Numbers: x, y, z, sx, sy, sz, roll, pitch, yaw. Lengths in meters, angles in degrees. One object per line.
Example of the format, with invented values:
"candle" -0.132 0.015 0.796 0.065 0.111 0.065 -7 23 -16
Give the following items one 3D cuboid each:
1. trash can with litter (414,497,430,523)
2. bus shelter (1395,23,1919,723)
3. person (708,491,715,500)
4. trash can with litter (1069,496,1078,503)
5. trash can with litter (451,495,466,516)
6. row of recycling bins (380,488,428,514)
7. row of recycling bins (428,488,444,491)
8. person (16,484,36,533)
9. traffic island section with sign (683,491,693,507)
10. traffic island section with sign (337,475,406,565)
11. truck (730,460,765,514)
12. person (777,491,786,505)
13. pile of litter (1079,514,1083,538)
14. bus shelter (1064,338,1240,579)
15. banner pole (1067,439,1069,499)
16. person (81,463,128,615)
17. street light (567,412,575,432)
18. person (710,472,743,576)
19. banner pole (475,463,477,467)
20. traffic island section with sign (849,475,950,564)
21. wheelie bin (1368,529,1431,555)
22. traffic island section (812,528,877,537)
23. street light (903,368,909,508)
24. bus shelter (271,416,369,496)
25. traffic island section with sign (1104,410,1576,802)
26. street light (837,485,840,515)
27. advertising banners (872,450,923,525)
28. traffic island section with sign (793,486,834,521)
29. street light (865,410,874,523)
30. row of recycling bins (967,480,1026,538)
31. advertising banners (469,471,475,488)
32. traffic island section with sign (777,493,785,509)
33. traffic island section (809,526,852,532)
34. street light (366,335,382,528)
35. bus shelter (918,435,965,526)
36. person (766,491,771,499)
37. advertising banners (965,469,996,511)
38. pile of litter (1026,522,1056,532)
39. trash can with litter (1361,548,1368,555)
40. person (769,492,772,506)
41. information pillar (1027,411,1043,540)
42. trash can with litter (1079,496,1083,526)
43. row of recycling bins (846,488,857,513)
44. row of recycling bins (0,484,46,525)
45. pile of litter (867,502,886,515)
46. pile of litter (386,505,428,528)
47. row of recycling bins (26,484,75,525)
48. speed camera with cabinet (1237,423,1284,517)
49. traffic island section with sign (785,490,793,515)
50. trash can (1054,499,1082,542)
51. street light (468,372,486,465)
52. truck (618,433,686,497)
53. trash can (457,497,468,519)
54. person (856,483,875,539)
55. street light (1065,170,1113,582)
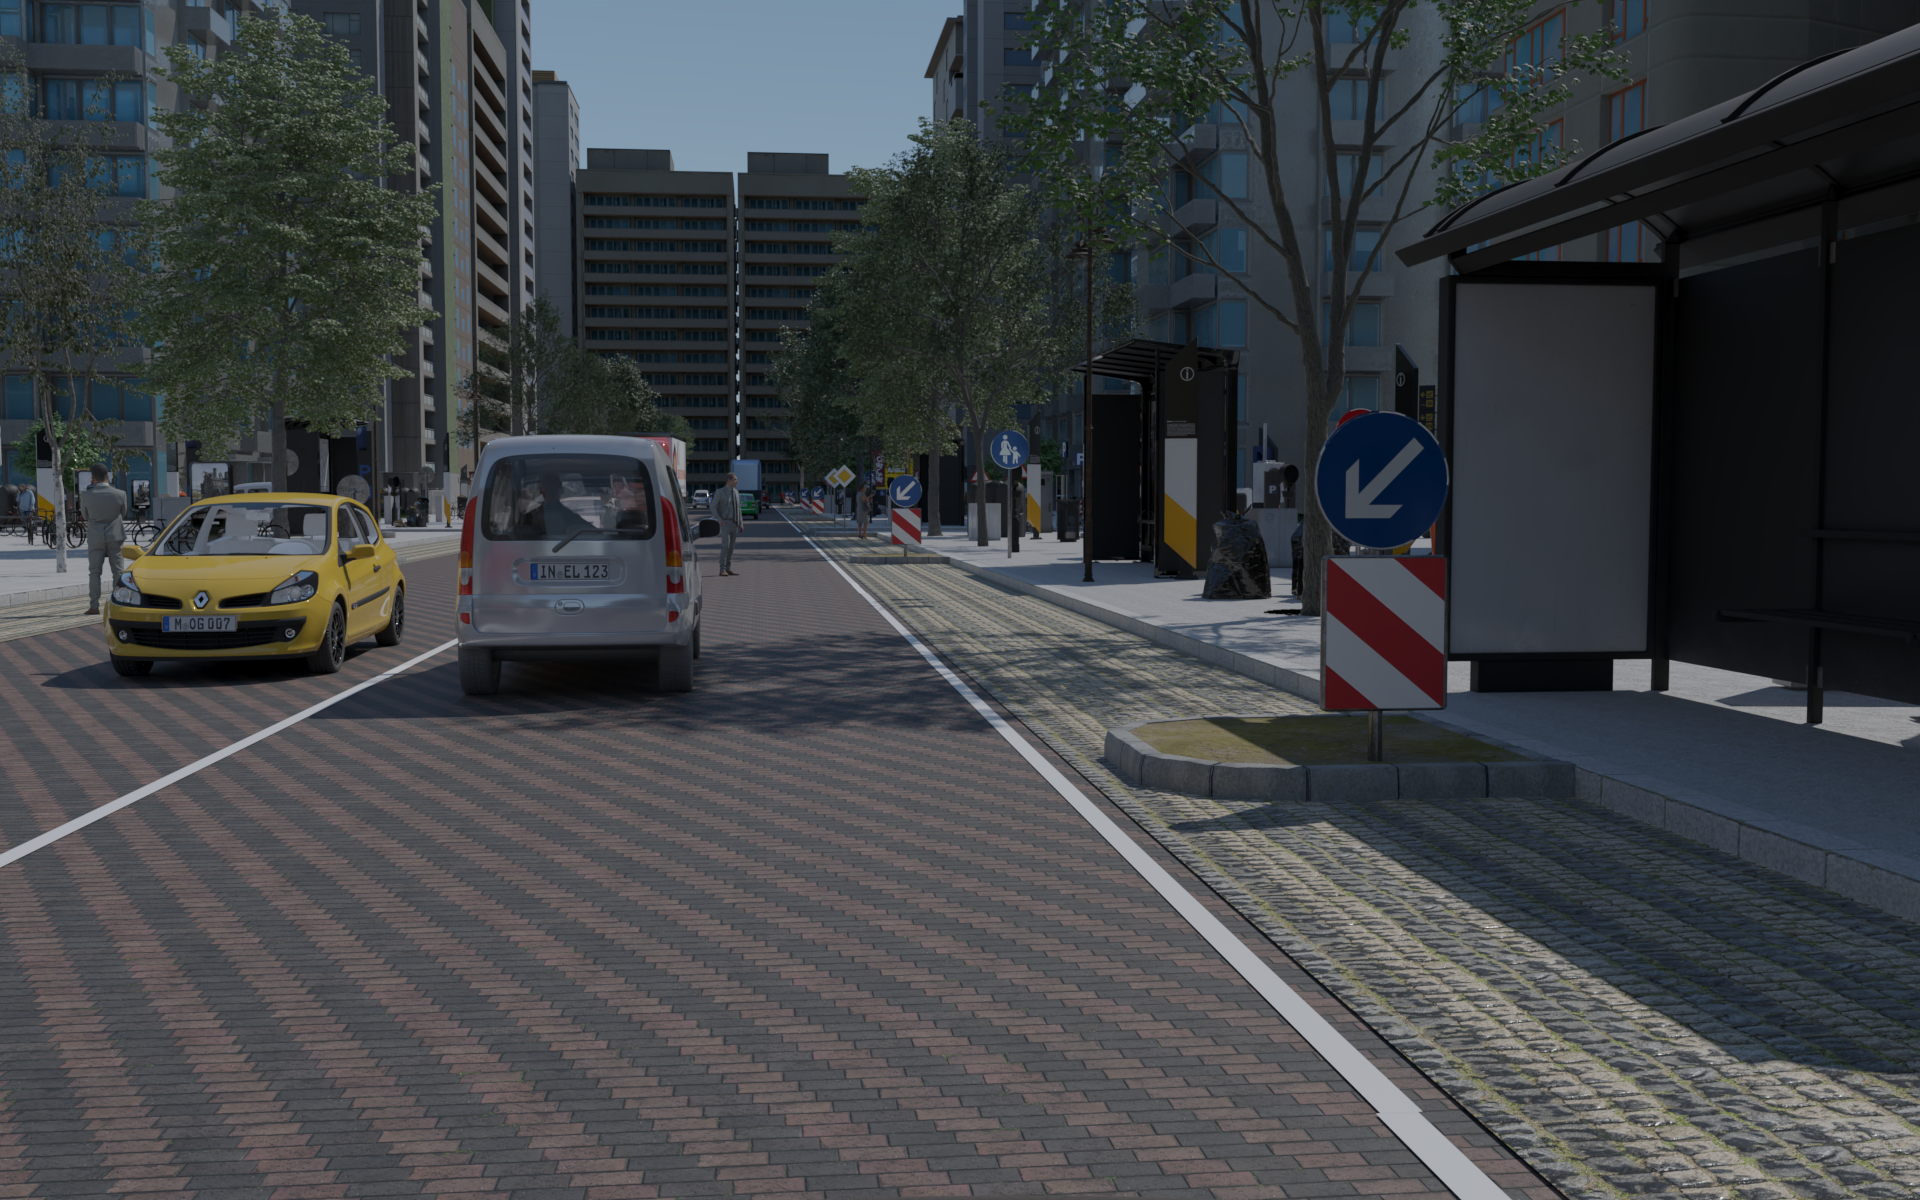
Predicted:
"trash can with litter" -23.746 -3.983 76.514 0.624 1.170 1.055 -1 4 -13
"bus shelter" 4.152 -0.904 8.709 2.014 3.302 5.546 0 4 -7
"person" -24.626 -10.041 173.394 1.217 1.735 0.721 -2 4 -28
"trash can with litter" 6.547 -5.584 102.683 0.624 1.170 1.055 -2 4 -25
"trash can with litter" -29.597 -5.527 101.422 2.233 1.210 1.678 -3 5 -40
"row of recycling bins" -36.210 -6.410 111.914 3.534 1.692 1.069 2 4 31
"row of recycling bins" -35.390 -6.704 116.724 1.069 1.692 3.534 -3 4 -36
"person" -32.255 -3.129 59.917 0.793 1.790 0.793 -2 4 -31
"traffic island section with sign" -30.540 -11.287 193.176 1.989 1.847 2.006 0 4 -7
"traffic island section with sign" -12.389 -1.625 35.203 1.989 1.847 2.006 0 4 -7
"truck" -16.151 -8.557 129.659 2.967 4.110 18.799 0 4 -6
"person" -20.645 -11.765 200.787 1.348 1.831 0.705 -3 5 -41
"pile of litter" 4.019 -2.237 50.539 1.176 0.858 1.719 -1 4 -18
"bus shelter" 3.128 -2.327 29.327 1.731 3.624 6.357 0 4 -6
"banner pole" 4.930 -5.434 78.870 0.401 3.779 0.863 1 4 8
"person" -10.191 -0.730 20.624 0.511 1.800 0.466 -3 5 -43
"street light" -21.892 -7.634 97.596 0.468 5.910 1.993 0 4 -7
"person" -4.076 -1.335 30.432 0.391 1.810 0.635 2 4 27
"banner pole" -38.241 -9.034 137.729 0.401 3.779 0.863 3 5 40
"traffic island section with sign" -1.298 -1.680 36.096 1.989 1.847 2.006 0 4 -7
"wheelie bin" 7.079 -1.254 28.418 0.980 1.594 0.693 0 4 -5
"traffic island section" -3.882 -2.223 58.627 2.009 0.180 2.903 0 4 -7
"street light" -1.816 -5.235 58.384 0.468 5.910 1.993 0 4 -7
"bus shelter" -19.489 -3.799 53.399 1.731 3.624 6.357 0 4 -7
"traffic island section with sign" 1.814 -0.022 8.990 1.989 1.847 2.006 0 4 -7
"street light" -7.585 -8.278 108.137 0.468 5.910 1.993 0 4 -7
"advertising banners" -2.478 -4.435 68.698 2.074 3.025 0.090 -1 4 -19
"traffic island section with sign" -7.601 -5.038 90.999 1.989 1.847 2.006 0 4 -7
"street light" -3.925 -6.307 75.900 0.468 5.910 1.993 0 4 -7
"row of recycling bins" 1.055 -2.789 52.718 1.069 1.692 3.534 -1 4 -18
"advertising banners" -36.746 -8.367 132.991 2.074 3.025 0.090 1 4 10
"traffic island section with sign" -16.409 -9.726 167.652 1.989 1.847 2.006 0 4 -7
"traffic island section" -4.794 -2.708 66.560 2.009 0.180 2.903 0 4 -7
"street light" -16.159 -4.590 47.839 0.468 5.910 1.993 0 4 -7
"bus shelter" -0.916 -4.930 71.893 1.731 3.624 6.357 0 4 -6
"person" -19.497 -10.225 176.194 0.721 1.766 1.217 1 4 11
"advertising banners" 1.230 -6.711 105.912 2.074 3.025 0.090 1 4 17
"pile of litter" 2.494 -2.771 59.263 1.719 0.858 1.176 0 4 -7
"trash can with litter" 7.554 -1.186 30.785 1.055 1.170 0.624 -2 4 -26
"person" -23.875 -12.676 216.427 0.721 1.739 1.217 3 4 36
"information pillar" 2.088 -3.504 48.642 0.504 3.616 0.183 -3 5 -45
"trash can with litter" 4.798 -3.564 69.322 1.678 1.210 2.233 -2 4 -34
"row of recycling bins" -7.676 -6.876 119.539 1.069 1.692 3.534 0 4 8
"row of recycling bins" -40.299 -4.034 73.062 3.534 1.692 1.069 2 4 24
"pile of litter" -5.431 -5.604 105.590 1.176 0.858 1.719 3 4 36
"pile of litter" -21.312 -3.228 66.744 1.719 0.858 1.176 -2 4 -34
"row of recycling bins" -37.594 -3.977 72.142 1.069 1.692 3.534 -1 4 -10
"speed camera with cabinet" 7.967 -3.274 47.867 2.038 3.252 0.660 -2 4 -26
"traffic island section with sign" -10.681 -6.676 117.778 1.989 1.847 2.006 0 4 -7
"trash can" 2.896 -2.119 46.301 0.748 1.137 0.748 0 3 0
"street light" -18.217 -5.662 65.361 0.468 5.910 1.993 0 4 -7
"truck" -14.522 -5.648 81.266 2.839 4.237 11.283 0 4 -5
"trash can" -25.266 -4.690 88.341 0.748 1.137 0.748 0 3 0
"person" -2.959 -2.787 54.433 0.532 1.782 0.716 -1 4 -20
"street light" 1.879 -3.204 25.166 0.468 5.910 1.993 0 4 -7
